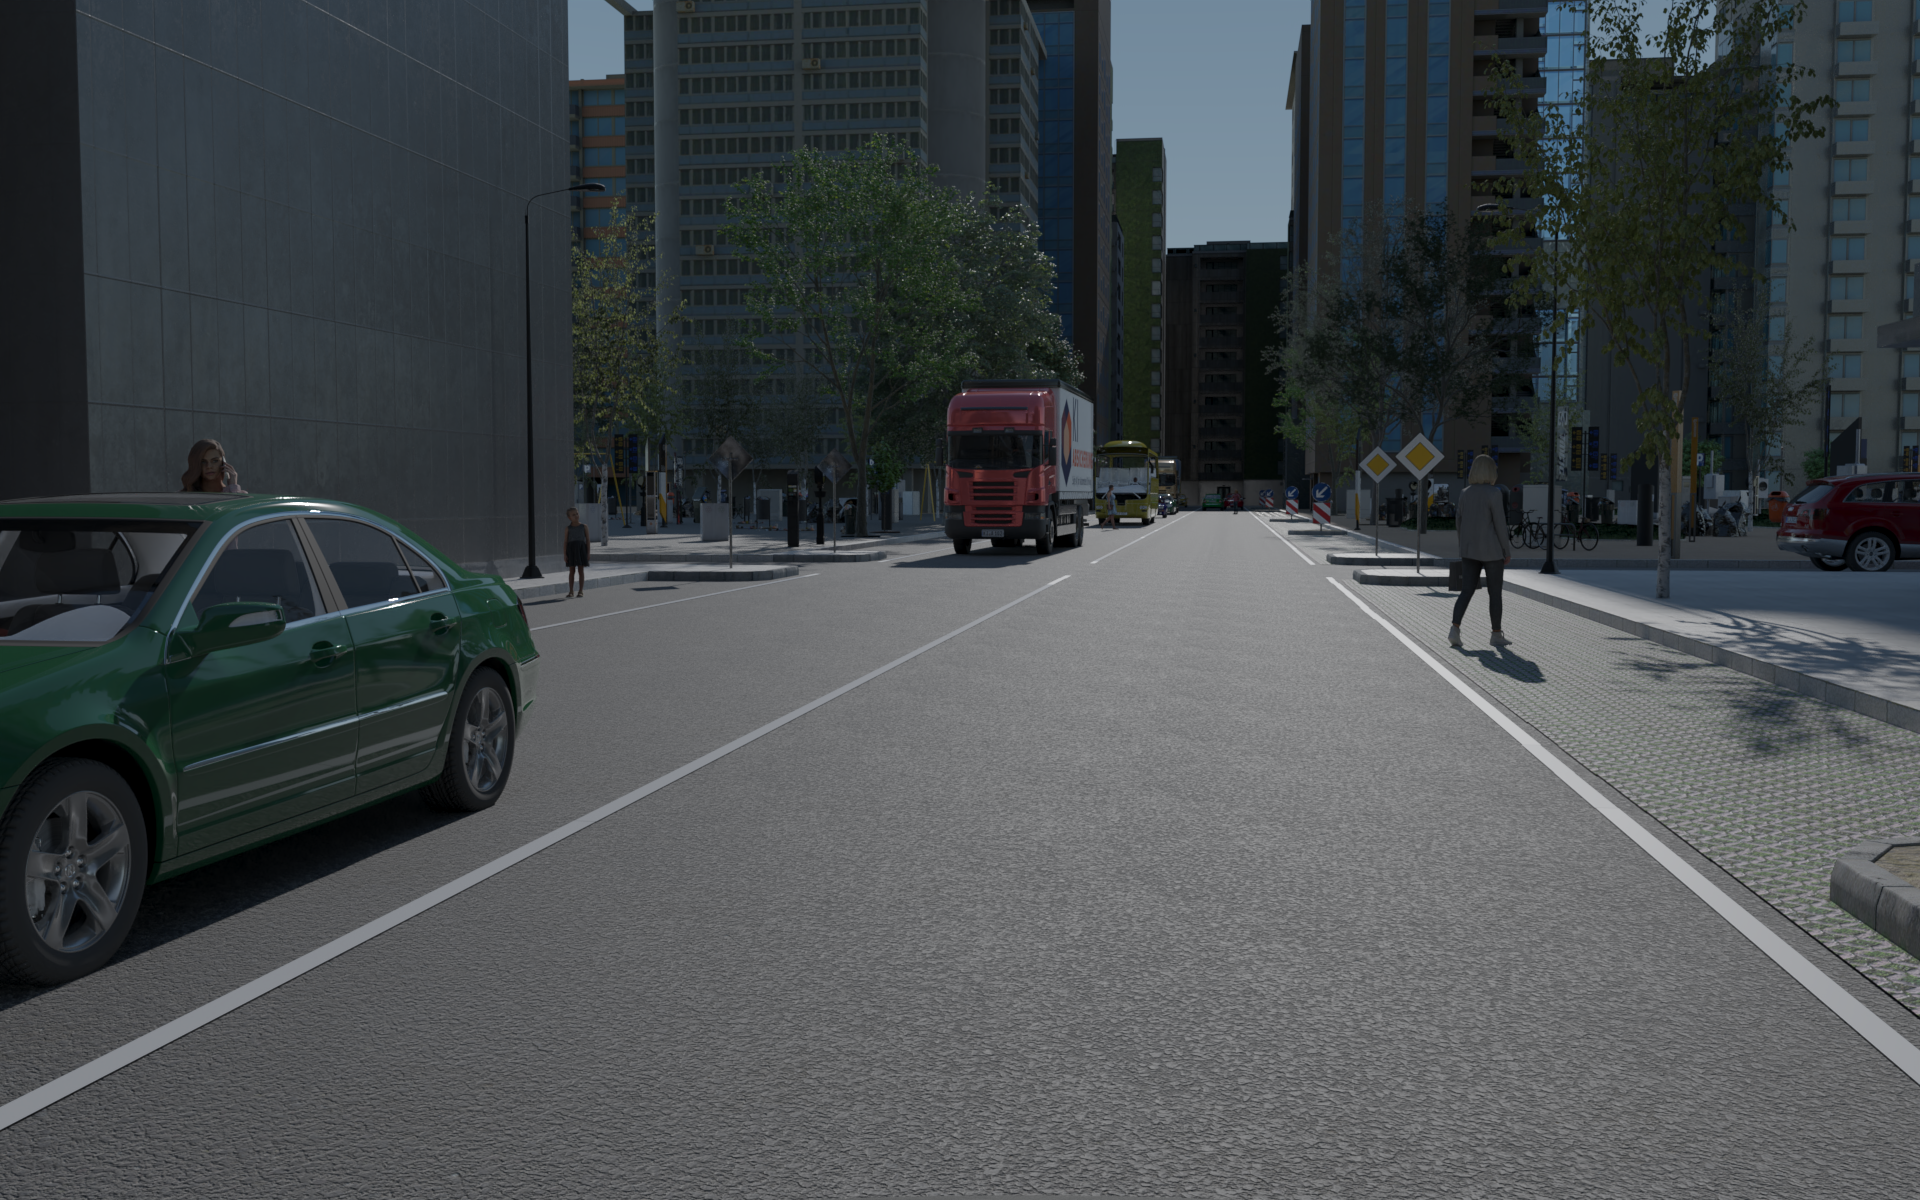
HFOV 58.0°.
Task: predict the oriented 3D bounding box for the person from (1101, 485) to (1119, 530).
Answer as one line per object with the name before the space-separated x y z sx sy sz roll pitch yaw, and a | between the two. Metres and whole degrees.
person | 5.986 -3.713 69.309 0.778 1.811 0.616 1 4 23

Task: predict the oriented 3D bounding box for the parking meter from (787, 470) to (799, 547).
parking meter | -4.048 -2.221 42.027 0.255 1.863 0.399 0 4 0

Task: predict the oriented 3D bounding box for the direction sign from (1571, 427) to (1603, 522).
direction sign | 21.009 -4.053 58.266 0.876 3.537 0.379 2 4 26

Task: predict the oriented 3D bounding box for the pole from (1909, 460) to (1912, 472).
pole | 56.831 -6.719 103.693 0.158 3.312 0.155 0 3 0

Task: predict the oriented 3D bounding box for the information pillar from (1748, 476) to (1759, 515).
information pillar | 32.720 -4.094 71.435 0.304 2.012 0.304 3 5 45

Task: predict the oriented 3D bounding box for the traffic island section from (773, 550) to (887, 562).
traffic island section | -2.759 -0.952 37.848 2.009 0.180 2.903 1 4 9

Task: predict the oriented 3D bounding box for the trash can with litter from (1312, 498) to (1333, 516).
trash can with litter | 20.262 -5.226 96.831 1.055 1.170 0.624 0 4 -7

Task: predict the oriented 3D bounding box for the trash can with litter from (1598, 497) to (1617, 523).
trash can with litter | 27.572 -3.783 73.236 1.055 1.170 0.624 0 4 -5

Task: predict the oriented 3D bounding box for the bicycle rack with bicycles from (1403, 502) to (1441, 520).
bicycle rack with bicycles | 22.489 -4.301 83.704 2.852 0.926 2.925 0 4 1

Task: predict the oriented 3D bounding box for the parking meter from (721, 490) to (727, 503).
parking meter | -13.386 -5.476 97.951 0.372 1.533 0.369 0 3 0

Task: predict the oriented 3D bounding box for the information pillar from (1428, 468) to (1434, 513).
information pillar | 25.284 -6.244 93.446 0.504 3.616 0.183 0 4 1

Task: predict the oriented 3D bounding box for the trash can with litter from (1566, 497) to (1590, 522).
trash can with litter | 25.426 -3.652 71.104 1.055 1.170 0.624 2 4 26

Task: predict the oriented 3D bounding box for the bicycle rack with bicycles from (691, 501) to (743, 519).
bicycle rack with bicycles | -12.334 -4.669 89.721 2.925 0.926 2.852 -3 5 -41

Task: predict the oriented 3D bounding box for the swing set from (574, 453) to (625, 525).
swing set | -14.847 -4.203 66.343 3.119 2.851 2.862 1 4 13

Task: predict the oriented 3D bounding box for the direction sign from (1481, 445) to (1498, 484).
direction sign | 24.499 -5.392 80.158 0.379 3.537 0.876 -3 5 -39

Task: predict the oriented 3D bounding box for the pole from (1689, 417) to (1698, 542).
pole | 19.555 -3.201 46.171 0.158 3.312 0.155 0 3 0

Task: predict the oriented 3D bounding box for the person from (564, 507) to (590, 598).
person | -5.309 -0.663 24.010 0.362 1.253 0.373 0 4 -5

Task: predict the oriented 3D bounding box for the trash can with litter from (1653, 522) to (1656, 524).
trash can with litter | 26.770 -3.414 66.874 1.678 1.210 2.233 2 4 34

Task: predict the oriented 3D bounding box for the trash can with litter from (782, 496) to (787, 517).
trash can with litter | -9.619 -5.279 97.698 1.055 1.170 0.624 1 4 11

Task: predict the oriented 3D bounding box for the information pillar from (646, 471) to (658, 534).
information pillar | -9.823 -3.103 55.227 0.304 2.012 0.304 0 4 5

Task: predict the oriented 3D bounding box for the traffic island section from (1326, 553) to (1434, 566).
traffic island section | 8.695 -0.844 36.076 2.009 0.180 2.903 1 4 9

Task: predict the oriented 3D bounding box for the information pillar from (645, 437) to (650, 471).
information pillar | -12.871 -4.900 71.463 0.183 3.616 0.504 -1 4 -23

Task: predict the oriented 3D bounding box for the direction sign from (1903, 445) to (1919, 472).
direction sign | 44.436 -5.444 81.011 0.379 3.537 0.876 -1 4 -14

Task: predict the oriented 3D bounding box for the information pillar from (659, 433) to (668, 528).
information pillar | -11.393 -4.586 66.336 0.183 3.616 0.504 1 4 12

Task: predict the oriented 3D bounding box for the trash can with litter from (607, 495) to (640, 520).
trash can with litter | -17.237 -4.653 87.128 2.233 1.210 1.678 1 4 14

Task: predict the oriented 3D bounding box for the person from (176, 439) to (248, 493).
person | -4.448 -0.066 10.162 0.593 1.750 0.643 -1 4 -14

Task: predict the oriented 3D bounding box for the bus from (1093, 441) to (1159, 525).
bus | 8.087 -5.616 83.361 2.896 3.916 12.252 1 4 8

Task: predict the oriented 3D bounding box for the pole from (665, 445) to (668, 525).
pole | -12.267 -4.775 71.906 0.158 3.312 0.155 0 3 0

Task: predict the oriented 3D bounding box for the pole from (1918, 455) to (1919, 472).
pole | 49.789 -5.878 89.942 0.158 3.312 0.155 0 3 0

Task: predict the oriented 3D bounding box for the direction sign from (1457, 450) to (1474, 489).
direction sign | 25.822 -5.905 88.544 0.876 3.537 0.379 3 5 44

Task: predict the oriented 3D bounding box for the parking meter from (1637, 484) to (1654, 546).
parking meter | 16.926 -2.101 42.769 0.372 1.533 0.369 0 3 0

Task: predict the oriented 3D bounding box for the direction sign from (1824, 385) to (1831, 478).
direction sign | 18.212 -2.717 36.426 0.379 3.537 0.876 1 4 22

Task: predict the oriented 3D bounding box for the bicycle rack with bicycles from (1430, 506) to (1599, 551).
bicycle rack with bicycles | 12.920 -1.628 39.994 2.852 0.926 2.925 -1 4 -13

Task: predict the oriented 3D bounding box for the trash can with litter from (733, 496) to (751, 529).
trash can with litter | -7.590 -3.236 63.967 2.233 1.210 1.678 1 4 16

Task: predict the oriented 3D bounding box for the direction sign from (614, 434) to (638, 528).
direction sign | -12.612 -4.495 65.495 0.876 3.537 0.379 0 4 1

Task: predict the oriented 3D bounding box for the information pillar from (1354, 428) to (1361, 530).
information pillar | 14.148 -4.295 61.581 0.183 3.616 0.504 1 4 22

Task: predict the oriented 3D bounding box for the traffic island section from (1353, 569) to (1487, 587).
traffic island section | 7.474 -0.361 28.185 2.009 0.180 2.903 1 4 9

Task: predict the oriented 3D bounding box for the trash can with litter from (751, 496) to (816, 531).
trash can with litter | -5.975 -3.023 60.481 2.233 1.210 1.678 0 4 2

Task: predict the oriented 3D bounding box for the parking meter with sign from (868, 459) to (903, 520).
parking meter with sign | -3.646 -5.449 85.349 1.738 3.016 0.543 2 4 24

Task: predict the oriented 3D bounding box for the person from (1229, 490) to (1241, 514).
person | 19.674 -7.016 123.927 0.721 1.743 1.217 -2 4 -32

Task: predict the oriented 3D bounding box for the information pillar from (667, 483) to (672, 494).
information pillar | -18.645 -6.508 110.902 0.304 2.012 0.304 1 4 10

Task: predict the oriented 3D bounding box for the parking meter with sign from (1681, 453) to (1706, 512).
parking meter with sign | 30.741 -4.728 73.569 1.738 3.016 0.543 -1 4 -18

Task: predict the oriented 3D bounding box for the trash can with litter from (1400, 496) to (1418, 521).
trash can with litter | 18.670 -3.708 72.008 1.055 1.170 0.624 1 4 13

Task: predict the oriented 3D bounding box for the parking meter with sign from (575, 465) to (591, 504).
parking meter with sign | -22.672 -6.505 102.615 1.738 3.016 0.543 3 4 36

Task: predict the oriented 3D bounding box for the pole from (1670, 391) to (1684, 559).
pole | 14.160 -2.471 34.243 0.158 3.312 0.155 0 3 0

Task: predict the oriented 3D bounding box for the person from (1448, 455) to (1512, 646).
person | 4.850 -0.468 16.334 0.728 1.800 0.709 -2 4 -31

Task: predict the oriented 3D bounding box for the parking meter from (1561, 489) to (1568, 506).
parking meter | 27.566 -4.321 79.063 0.372 1.533 0.369 0 3 0

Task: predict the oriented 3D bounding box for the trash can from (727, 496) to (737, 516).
trash can | -13.607 -5.562 102.599 0.748 1.137 0.748 0 3 0

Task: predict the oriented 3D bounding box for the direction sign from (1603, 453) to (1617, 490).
direction sign | 36.038 -6.379 96.297 0.876 3.537 0.379 0 4 4

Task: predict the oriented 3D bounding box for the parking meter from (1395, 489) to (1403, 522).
parking meter | 20.522 -4.437 80.962 0.372 1.533 0.369 0 3 0

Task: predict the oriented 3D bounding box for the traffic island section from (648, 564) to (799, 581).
traffic island section | -3.981 -0.469 29.956 2.009 0.180 2.903 1 4 9

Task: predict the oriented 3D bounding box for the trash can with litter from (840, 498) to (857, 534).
trash can with litter | -3.542 -2.667 54.988 0.624 1.170 1.055 -2 4 -25

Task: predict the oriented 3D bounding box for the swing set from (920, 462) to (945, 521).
swing set | -0.086 -5.263 83.674 3.119 2.851 2.862 -1 4 -15

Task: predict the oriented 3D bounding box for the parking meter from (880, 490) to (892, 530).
parking meter | -2.632 -3.429 61.780 0.399 1.863 0.255 0 4 7
